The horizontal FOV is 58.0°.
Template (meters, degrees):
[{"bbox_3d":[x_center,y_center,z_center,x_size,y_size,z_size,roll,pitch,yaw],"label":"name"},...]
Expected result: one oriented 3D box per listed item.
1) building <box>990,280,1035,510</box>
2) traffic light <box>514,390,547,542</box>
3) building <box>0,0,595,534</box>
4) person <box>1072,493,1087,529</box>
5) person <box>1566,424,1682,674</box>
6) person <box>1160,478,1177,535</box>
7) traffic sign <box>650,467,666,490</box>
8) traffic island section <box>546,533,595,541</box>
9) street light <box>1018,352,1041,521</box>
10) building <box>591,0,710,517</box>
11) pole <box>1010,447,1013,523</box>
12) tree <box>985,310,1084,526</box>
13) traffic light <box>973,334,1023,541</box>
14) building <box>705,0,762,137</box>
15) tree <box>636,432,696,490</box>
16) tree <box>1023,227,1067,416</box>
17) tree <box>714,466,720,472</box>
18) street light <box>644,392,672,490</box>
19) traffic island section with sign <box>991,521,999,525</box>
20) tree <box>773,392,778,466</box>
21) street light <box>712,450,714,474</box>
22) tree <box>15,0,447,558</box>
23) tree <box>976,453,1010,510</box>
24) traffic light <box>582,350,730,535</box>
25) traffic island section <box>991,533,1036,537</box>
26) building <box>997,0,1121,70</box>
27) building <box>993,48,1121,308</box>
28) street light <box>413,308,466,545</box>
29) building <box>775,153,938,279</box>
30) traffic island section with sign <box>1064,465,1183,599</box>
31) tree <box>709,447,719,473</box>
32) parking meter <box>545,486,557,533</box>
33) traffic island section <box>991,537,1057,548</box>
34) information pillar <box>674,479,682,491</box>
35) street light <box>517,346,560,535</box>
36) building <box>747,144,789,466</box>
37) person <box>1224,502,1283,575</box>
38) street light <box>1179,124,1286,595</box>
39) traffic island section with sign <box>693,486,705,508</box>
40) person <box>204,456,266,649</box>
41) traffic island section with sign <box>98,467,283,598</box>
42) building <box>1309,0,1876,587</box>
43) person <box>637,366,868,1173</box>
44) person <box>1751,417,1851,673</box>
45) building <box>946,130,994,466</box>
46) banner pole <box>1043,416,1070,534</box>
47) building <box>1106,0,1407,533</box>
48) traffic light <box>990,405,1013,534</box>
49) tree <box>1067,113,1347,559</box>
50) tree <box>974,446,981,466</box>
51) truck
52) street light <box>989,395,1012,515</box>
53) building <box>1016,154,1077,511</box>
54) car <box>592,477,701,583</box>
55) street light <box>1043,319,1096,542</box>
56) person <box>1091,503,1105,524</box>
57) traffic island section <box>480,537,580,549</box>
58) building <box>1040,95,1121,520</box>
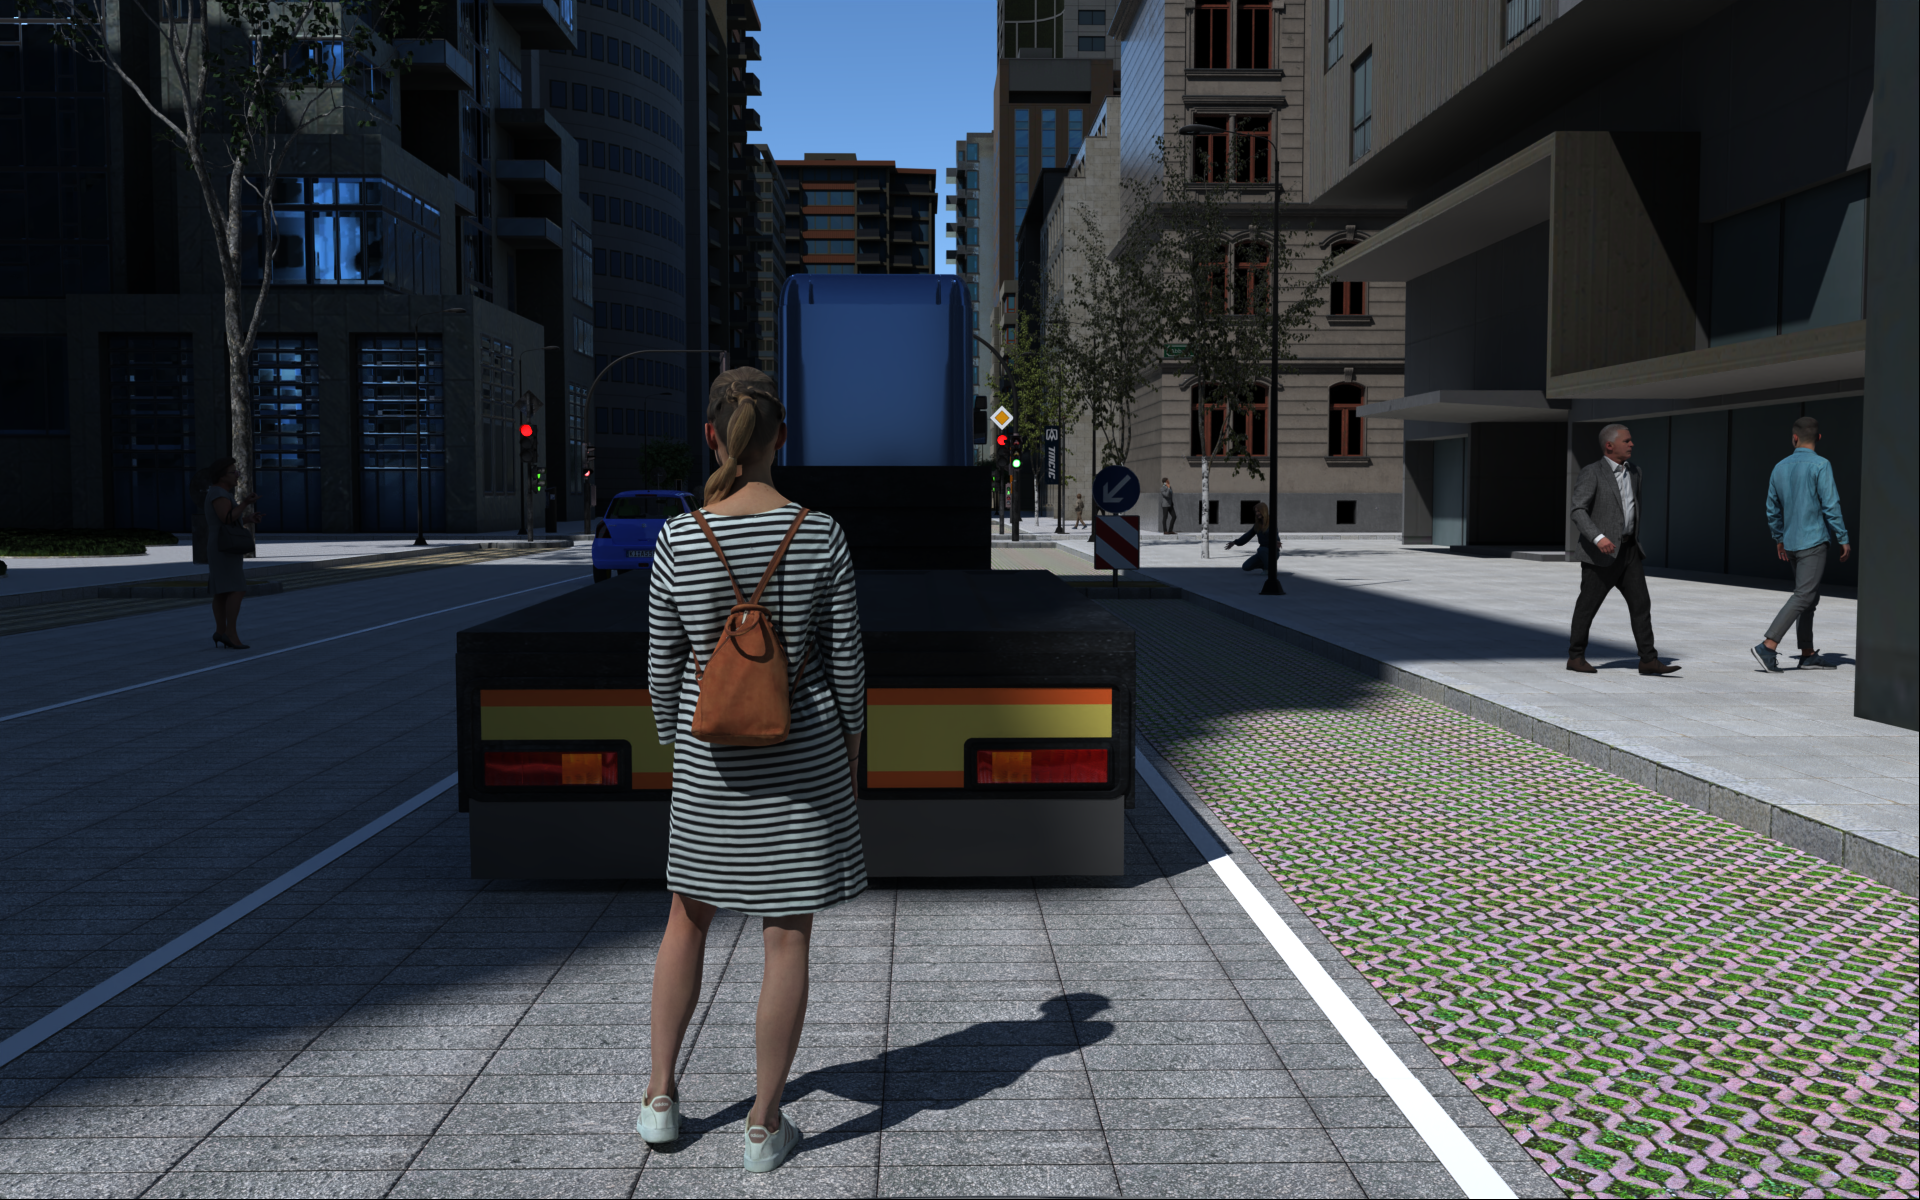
[{"bbox_3d":[17.078,-18.951,154.890,27.650,21.520,28.899,0,4,-1],"label":"building"},{"bbox_3d":[-11.578,-3.530,46.642,0.839,4.253,0.868,0,4,-1],"label":"traffic light"},{"bbox_3d":[-27.207,-46.256,68.955,22.319,86.520,31.000,0,4,-1],"label":"building"},{"bbox_3d":[4.333,-3.222,62.987,0.640,1.303,0.475,2,4,25],"label":"person"},{"bbox_3d":[4.688,-0.357,12.286,0.661,1.777,0.834,-2,4,-33],"label":"person"},{"bbox_3d":[6.611,-2.974,54.855,0.592,1.802,0.473,-2,4,-34],"label":"person"},{"bbox_3d":[-14.149,-4.962,81.232,0.768,2.556,0.104,0,4,3],"label":"traffic sign"},{"bbox_3d":[-11.789,-1.986,54.759,2.009,0.180,2.903,0,4,-1],"label":"traffic island section"},{"bbox_3d":[2.730,-5.156,56.844,1.470,5.913,1.316,0,4,-1],"label":"street light"},{"bbox_3d":[-27.998,-34.577,107.337,21.231,58.520,28.212,0,4,-1],"label":"building"},{"bbox_3d":[2.291,-5.008,75.722,0.158,3.312,0.155,0,3,0],"label":"pole"},{"bbox_3d":[3.041,-7.234,68.641,4.737,8.622,4.395,0,3,0],"label":"tree"},{"bbox_3d":[-0.609,-4.409,46.750,4.771,5.953,1.251,0,4,-1],"label":"traffic light"},{"bbox_3d":[-28.084,-29.890,143.324,22.147,44.769,28.867,0,4,-1],"label":"building"},{"bbox_3d":[-15.566,-6.587,91.410,4.285,4.588,4.351,0,3,0],"label":"tree"},{"bbox_3d":[3.737,-5.629,42.397,4.360,8.622,3.978,0,3,0],"label":"tree"},{"bbox_3d":[-15.996,-7.376,115.192,1.663,3.219,1.824,0,3,0],"label":"tree"},{"bbox_3d":[-13.828,-6.522,79.182,1.470,5.913,1.316,0,4,-1],"label":"street light"},{"bbox_3d":[0.815,-4.405,80.655,1.989,1.847,2.006,0,4,-1],"label":"traffic island section with sign"},{"bbox_3d":[-16.936,-14.698,166.064,9.928,11.665,9.643,0,3,0],"label":"tree"},{"bbox_3d":[-14.247,-8.021,103.686,1.470,5.913,1.316,0,4,-1],"label":"street light"},{"bbox_3d":[-15.254,-10.831,32.976,12.611,20.169,13.585,0,3,0],"label":"tree"},{"bbox_3d":[2.761,-9.360,136.743,4.285,4.588,4.351,0,3,0],"label":"tree"},{"bbox_3d":[-9.659,-4.895,54.704,4.771,5.953,1.251,0,4,-1],"label":"traffic light"},{"bbox_3d":[1.350,-2.003,55.034,2.009,0.180,2.903,0,4,-1],"label":"traffic island section"},{"bbox_3d":[12.520,-46.151,192.815,20.563,71.187,20.611,0,4,-1],"label":"building"},{"bbox_3d":[10.574,-32.142,175.637,14.600,45.320,14.200,0,4,-1],"label":"building"},{"bbox_3d":[-13.031,-4.334,43.406,1.470,5.913,1.316,0,4,-1],"label":"street light"},{"bbox_3d":[-17.349,-34.903,225.283,28.867,44.769,22.147,0,4,-1],"label":"building"},{"bbox_3d":[2.013,-0.966,24.424,1.989,1.847,2.006,0,4,-1],"label":"traffic island section with sign"},{"bbox_3d":[-18.369,-10.796,126.872,4.360,8.622,3.978,0,3,0],"label":"tree"},{"bbox_3d":[-13.588,-3.003,57.506,0.372,1.533,0.369,0,3,0],"label":"parking meter"},{"bbox_3d":[1.521,-1.515,47.050,2.009,0.180,2.903,0,4,-1],"label":"traffic island section"},{"bbox_3d":[-14.012,-4.995,86.162,0.304,2.012,0.304,-1,4,-22],"label":"information pillar"},{"bbox_3d":[-13.254,-5.012,54.484,1.470,5.913,1.316,0,4,-1],"label":"street light"},{"bbox_3d":[-30.835,-30.266,186.729,23.993,40.220,32.217,0,4,-1],"label":"building"},{"bbox_3d":[4.795,-0.968,27.369,0.738,1.151,1.012,-3,4,-36],"label":"person"},{"bbox_3d":[3.451,-3.022,21.953,1.470,5.913,1.316,0,4,-1],"label":"street light"},{"bbox_3d":[-11.992,-4.357,79.873,1.989,1.847,2.006,0,4,-1],"label":"traffic island section with sign"},{"bbox_3d":[-6.716,-0.442,16.082,0.532,1.782,0.716,-1,4,-23],"label":"person"},{"bbox_3d":[-10.815,-0.978,24.614,1.989,1.847,2.006,0,4,-1],"label":"traffic island section with sign"},{"bbox_3d":[22.572,-26.986,30.465,28.713,52.752,27.495,0,4,-1],"label":"building"},{"bbox_3d":[-0.453,0.354,3.719,0.512,1.701,0.522,0,4,-7],"label":"person"},{"bbox_3d":[6.056,-0.408,12.571,0.748,1.841,0.638,0,4,-5],"label":"person"},{"bbox_3d":[13.371,-37.196,227.757,30.456,49.044,23.786,0,4,-1],"label":"building"},{"bbox_3d":[3.103,-4.010,55.583,0.863,3.779,0.401,0,4,-7],"label":"banner pole"},{"bbox_3d":[17.566,-16.859,63.031,23.554,28.519,14.401,0,4,-1],"label":"building"},{"bbox_3d":[1.310,-4.037,54.919,0.839,4.253,0.868,0,4,-1],"label":"traffic light"},{"bbox_3d":[5.078,-5.119,34.060,4.360,8.622,3.978,0,3,0],"label":"tree"},{"bbox_3d":[0.556,-15.693,206.942,4.360,8.622,3.978,0,3,0],"label":"tree"},{"bbox_3d":[-0.860,-1.570,15.435,2.967,4.110,18.799,0,4,-2],"label":"truck"},{"bbox_3d":[2.236,-6.643,81.155,1.470,5.913,1.316,0,4,-1],"label":"street light"},{"bbox_3d":[11.596,-18.110,115.158,14.314,24.678,30.058,0,4,-1],"label":"building"},{"bbox_3d":[-4.942,-1.151,28.409,1.945,1.707,3.694,0,4,-3],"label":"car"},{"bbox_3d":[3.035,-4.502,46.141,1.470,5.913,1.316,0,4,-1],"label":"street light"},{"bbox_3d":[5.792,-4.004,71.905,0.661,1.777,0.834,-2,4,-27],"label":"person"},{"bbox_3d":[-11.618,-1.498,46.775,2.009,0.180,2.903,0,4,-1],"label":"traffic island section"},{"bbox_3d":[10.012,-14.501,91.837,10.420,20.320,16.860,0,4,-1],"label":"building"}]
